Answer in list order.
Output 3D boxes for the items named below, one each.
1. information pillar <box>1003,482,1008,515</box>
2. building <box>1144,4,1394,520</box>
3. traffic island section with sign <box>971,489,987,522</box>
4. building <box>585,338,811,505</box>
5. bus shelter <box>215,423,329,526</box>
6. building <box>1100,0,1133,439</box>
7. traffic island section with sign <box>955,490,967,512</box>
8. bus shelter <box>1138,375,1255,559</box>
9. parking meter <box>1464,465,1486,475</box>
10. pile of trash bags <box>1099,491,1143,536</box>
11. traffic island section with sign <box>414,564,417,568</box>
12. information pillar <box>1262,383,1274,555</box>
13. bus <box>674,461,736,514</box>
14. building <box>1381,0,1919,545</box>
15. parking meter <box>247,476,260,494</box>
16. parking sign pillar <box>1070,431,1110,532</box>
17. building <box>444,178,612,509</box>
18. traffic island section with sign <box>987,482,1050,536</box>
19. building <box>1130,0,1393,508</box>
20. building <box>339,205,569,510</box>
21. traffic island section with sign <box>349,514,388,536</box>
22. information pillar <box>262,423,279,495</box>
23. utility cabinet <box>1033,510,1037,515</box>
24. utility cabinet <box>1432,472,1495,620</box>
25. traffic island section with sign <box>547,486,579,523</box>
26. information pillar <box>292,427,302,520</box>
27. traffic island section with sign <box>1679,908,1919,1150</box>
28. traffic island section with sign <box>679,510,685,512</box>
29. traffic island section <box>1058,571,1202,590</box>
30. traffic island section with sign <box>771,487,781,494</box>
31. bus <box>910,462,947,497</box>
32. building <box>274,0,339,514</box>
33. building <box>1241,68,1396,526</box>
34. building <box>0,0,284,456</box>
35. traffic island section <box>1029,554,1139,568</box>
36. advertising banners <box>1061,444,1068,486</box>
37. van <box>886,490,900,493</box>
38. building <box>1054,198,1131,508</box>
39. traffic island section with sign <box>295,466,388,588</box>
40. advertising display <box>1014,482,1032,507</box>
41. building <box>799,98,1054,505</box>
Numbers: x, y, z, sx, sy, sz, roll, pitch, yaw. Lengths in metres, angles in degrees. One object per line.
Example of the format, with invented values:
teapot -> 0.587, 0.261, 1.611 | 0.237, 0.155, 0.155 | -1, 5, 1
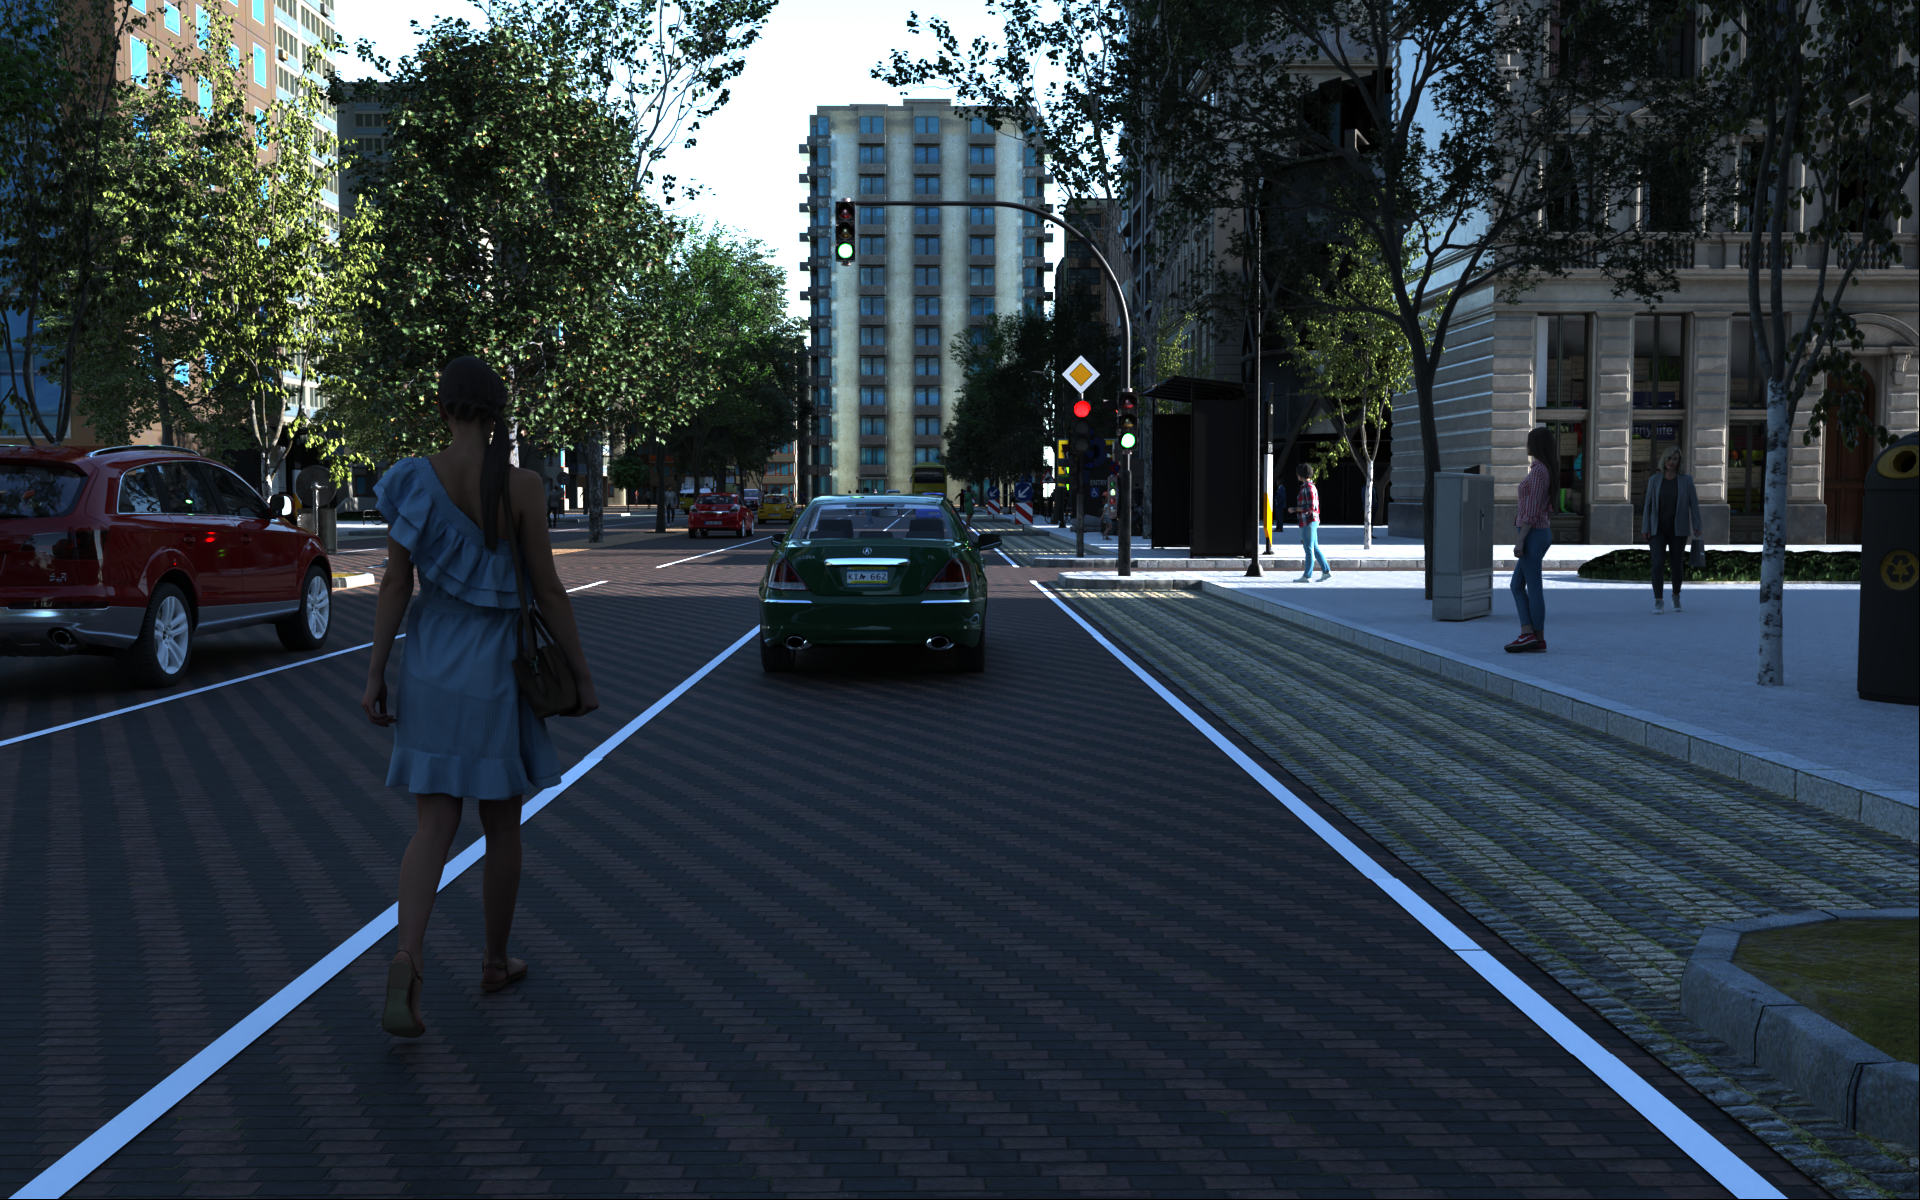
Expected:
information pillar -> 2.834, -6.362, 108.504 | 0.304, 2.012, 0.304 | 0, 4, -7
building -> 17.952, -18.362, 97.476 | 12.463, 27.353, 25.104 | 0, 4, -1
traffic island section with sign -> 1.572, -4.860, 88.094 | 1.989, 1.847, 2.006 | 0, 4, -1
building -> -33.790, -22.607, 214.671 | 28.899, 21.520, 27.650 | 0, 4, -1
bus shelter -> -23.860, -4.223, 60.324 | 1.731, 3.624, 6.357 | 0, 4, -1
building -> 22.104, -51.034, 147.070 | 22.319, 86.520, 31.000 | 0, 4, -1
traffic island section with sign -> 0.747, -7.873, 137.355 | 1.989, 1.847, 2.006 | 0, 4, -1
bus shelter -> 5.029, -2.821, 37.405 | 1.731, 3.624, 6.357 | 0, 4, -1
parking meter -> 10.245, -1.764, 34.545 | 0.255, 1.863, 0.399 | -3, 4, -39
pile of trash bags -> 5.228, -2.725, 54.309 | 1.912, 1.369, 3.447 | -1, 4, -19
traffic island section with sign -> -10.450, -1.621, 34.632 | 2.006, 1.907, 1.989 | 0, 4, -1
information pillar -> 6.502, -2.761, 36.505 | 0.183, 3.616, 0.504 | 1, 4, 22
bus -> -18.247, -8.195, 125.527 | 2.896, 3.916, 12.252 | 0, 3, 0
building -> 22.428, -13.386, 47.748 | 19.941, 23.489, 11.050 | 0, 4, -1
parking meter -> -22.779, -3.068, 55.867 | 0.255, 1.863, 0.399 | 0, 4, 1
parking sign pillar -> 4.465, -4.307, 58.899 | 1.447, 3.967, 1.447 | -2, 4, -30
building -> -45.359, -28.720, 161.450 | 23.993, 40.220, 32.217 | 0, 4, -1
traffic island section with sign -> 2.054, -3.129, 59.783 | 1.989, 1.847, 2.006 | 0, 4, -1
building -> 21.309, -41.805, 121.764 | 20.563, 71.187, 20.611 | 0, 4, -1
building -> -45.056, -17.064, 124.028 | 27.650, 21.520, 28.899 | 0, 4, -1
traffic island section with sign -> -19.874, -3.142, 60.000 | 1.989, 1.847, 2.006 | 0, 4, -1
information pillar -> -22.169, -3.933, 55.657 | 0.183, 3.616, 0.504 | 3, 5, 43
utility cabinet -> 4.496, -6.015, 107.021 | 0.318, 1.500, 1.173 | -1, 4, -11
utility cabinet -> 5.210, -0.561, 17.857 | 0.318, 1.500, 1.173 | 2, 4, 32
traffic island section with sign -> -20.336, -4.821, 87.454 | 1.989, 1.847, 2.006 | 0, 4, -1
information pillar -> -22.673, -4.152, 59.232 | 0.183, 3.616, 0.504 | 0, 4, 5
traffic island section with sign -> 2.978, 0.265, 4.298 | 1.989, 1.847, 2.006 | 0, 4, -1
traffic island section with sign -> -21.184, -7.880, 137.467 | 1.989, 1.847, 2.006 | 0, 4, -1
traffic island section -> 2.593, -0.301, 27.203 | 2.009, 0.180, 2.903 | 0, 4, -1
traffic island section with sign -> -11.720, -6.216, 109.760 | 2.006, 1.907, 1.989 | 0, 4, -1
bus -> -2.385, -8.628, 132.609 | 2.896, 3.916, 12.252 | 0, 4, -2
building -> -46.932, -24.402, 90.850 | 32.217, 40.220, 23.993 | 0, 4, -1
building -> 20.811, -12.808, 76.863 | 16.820, 18.784, 16.811 | 0, 4, -1
building -> -34.951, -25.305, 63.845 | 14.600, 45.320, 14.200 | 0, 4, -1
traffic island section -> 2.459, -0.789, 35.187 | 2.009, 0.180, 2.903 | 0, 4, -1
advertising banners -> 4.519, -3.960, 60.937 | 2.074, 3.025, 0.090 | -1, 4, -19
van -> -6.394, -9.725, 166.014 | 2.013, 2.044, 4.112 | 0, 4, -2
building -> 17.094, -24.435, 171.212 | 14.160, 30.474, 14.107 | 0, 4, -1
traffic island section with sign -> -10.335, -1.168, 27.226 | 2.006, 1.907, 1.989 | 0, 4, -1
advertising display -> 3.296, -5.213, 90.440 | 0.974, 1.923, 0.123 | -1, 4, -18
building -> -4.087, -36.266, 212.549 | 30.456, 49.044, 23.786 | 0, 4, -1
